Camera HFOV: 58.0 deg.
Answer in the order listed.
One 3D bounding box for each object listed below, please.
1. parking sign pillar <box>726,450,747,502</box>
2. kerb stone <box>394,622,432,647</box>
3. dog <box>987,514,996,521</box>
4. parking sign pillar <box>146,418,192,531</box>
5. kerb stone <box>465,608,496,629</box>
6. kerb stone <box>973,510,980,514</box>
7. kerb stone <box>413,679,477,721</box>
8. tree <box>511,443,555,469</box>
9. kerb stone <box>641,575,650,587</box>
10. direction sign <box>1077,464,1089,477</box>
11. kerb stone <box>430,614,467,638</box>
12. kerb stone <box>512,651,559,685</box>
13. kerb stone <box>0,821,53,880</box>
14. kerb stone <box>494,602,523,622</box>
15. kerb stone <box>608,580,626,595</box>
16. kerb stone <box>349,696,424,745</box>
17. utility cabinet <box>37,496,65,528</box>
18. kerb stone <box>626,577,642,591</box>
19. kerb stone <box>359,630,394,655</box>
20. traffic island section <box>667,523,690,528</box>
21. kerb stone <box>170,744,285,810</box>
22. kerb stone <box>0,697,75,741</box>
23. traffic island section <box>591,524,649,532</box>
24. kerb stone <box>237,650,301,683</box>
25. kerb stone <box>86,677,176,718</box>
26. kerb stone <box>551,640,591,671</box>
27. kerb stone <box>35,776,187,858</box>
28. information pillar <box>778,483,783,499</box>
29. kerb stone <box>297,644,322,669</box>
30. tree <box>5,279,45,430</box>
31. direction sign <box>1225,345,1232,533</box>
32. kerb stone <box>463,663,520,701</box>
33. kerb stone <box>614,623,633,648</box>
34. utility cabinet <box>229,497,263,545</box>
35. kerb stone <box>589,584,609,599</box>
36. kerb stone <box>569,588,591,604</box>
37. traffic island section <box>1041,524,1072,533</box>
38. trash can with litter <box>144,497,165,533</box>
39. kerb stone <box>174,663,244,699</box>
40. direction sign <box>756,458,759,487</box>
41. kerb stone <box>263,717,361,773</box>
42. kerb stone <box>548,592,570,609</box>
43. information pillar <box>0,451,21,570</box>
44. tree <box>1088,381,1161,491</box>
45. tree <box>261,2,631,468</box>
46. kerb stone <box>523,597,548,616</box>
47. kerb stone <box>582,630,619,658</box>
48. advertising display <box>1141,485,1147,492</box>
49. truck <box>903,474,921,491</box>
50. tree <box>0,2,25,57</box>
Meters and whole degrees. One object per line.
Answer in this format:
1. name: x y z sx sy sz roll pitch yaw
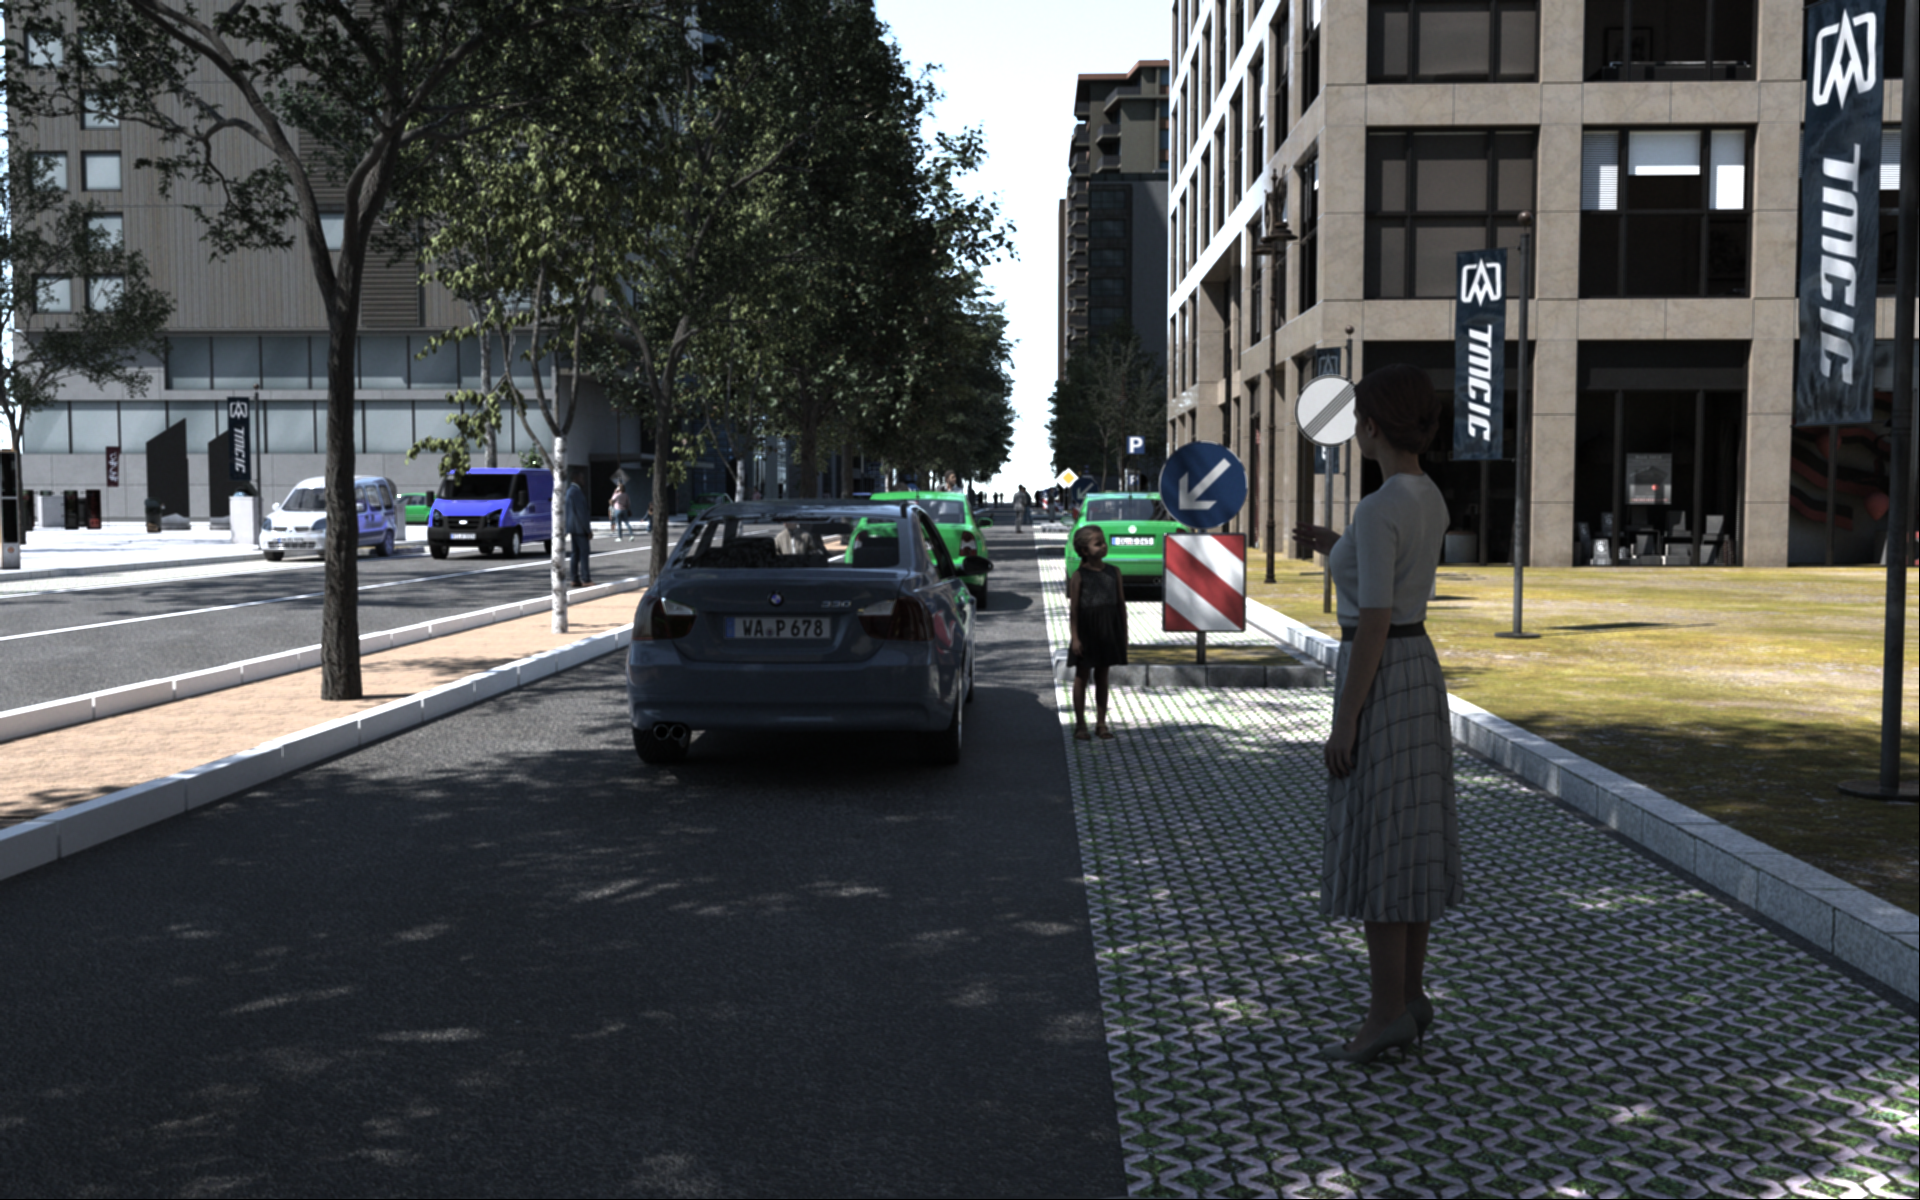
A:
1. parking sign pillar: -13.779 -7.240 106.843 1.447 3.967 1.447 2 4 25
2. kerb stone: -5.320 0.350 16.602 0.120 0.150 1.000 0 4 2
3. dog: 1.695 -4.428 92.587 0.550 0.427 0.748 1 4 8
4. parking sign pillar: -28.052 -4.456 61.330 1.447 3.967 1.447 -1 4 -15
5. kerb stone: -5.239 0.222 18.657 0.120 0.150 1.000 0 4 2
6. kerb stone: 1.266 -6.580 129.772 0.120 0.150 1.000 0 4 2
7. kerb stone: -3.420 0.664 11.409 0.120 0.150 1.000 0 4 2
8. tree: -15.847 -4.294 64.812 1.663 3.219 1.824 0 3 0
9. kerb stone: -4.907 -0.285 26.863 0.120 0.150 1.000 0 4 2
10. direction sign: 9.161 -8.398 129.298 0.876 3.537 0.379 0 4 -2
11. kerb stone: -5.273 0.280 17.634 0.120 0.150 1.000 0 4 2
12. kerb stone: -3.336 0.534 13.462 0.120 0.150 1.000 0 4 2
13. kerb stone: -3.623 0.975 6.299 0.120 0.150 1.000 0 4 2
14. kerb stone: -5.196 0.154 19.678 0.120 0.150 1.000 0 4 2
15. kerb stone: -4.992 -0.160 24.813 0.120 0.150 1.000 0 4 2
16. kerb stone: -3.464 0.727 10.388 0.120 0.150 1.000 0 4 2
17. utility cabinet: -34.723 -3.367 66.212 0.306 1.237 1.020 2 4 24
18. kerb stone: -4.956 -0.220 25.841 0.120 0.150 1.000 0 4 2
19. kerb stone: -5.359 0.406 15.576 0.120 0.150 1.000 0 4 2
20. traffic island section: -12.690 -3.174 74.177 2.009 0.180 2.903 0 4 2
21. kerb stone: -3.539 0.853 8.345 0.120 0.150 1.000 0 4 2
22. kerb stone: -5.565 0.720 10.453 0.120 0.150 1.000 0 4 2
23. traffic island section: -13.006 -2.686 66.198 2.009 0.180 2.903 0 4 2
24. kerb stone: -5.436 0.532 13.529 0.120 0.150 1.000 0 4 2
25. kerb stone: -5.522 0.657 11.477 0.120 0.150 1.000 0 4 2
26. kerb stone: -3.293 0.474 14.489 0.120 0.150 1.000 0 4 2
27. kerb stone: -3.581 0.910 7.320 0.120 0.150 1.000 0 4 2
28. information pillar: -12.436 -7.059 119.903 0.304 2.012 0.304 -1 4 -11
29. kerb stone: -5.401 0.468 14.550 0.120 0.150 1.000 0 4 2
30. tree: -30.116 -6.263 52.755 4.360 8.622 3.978 0 3 0
31. direction sign: 4.144 -2.129 26.803 0.379 3.537 0.876 1 4 13
32. kerb stone: -3.383 0.597 12.438 0.120 0.150 1.000 0 4 2
33. kerb stone: -3.215 0.346 16.537 0.120 0.150 1.000 0 4 2
34. utility cabinet: -18.069 -2.001 43.879 1.020 1.237 0.306 2 4 34
35. kerb stone: -5.035 -0.098 23.792 0.120 0.150 1.000 0 4 2
36. kerb stone: -5.070 -0.035 22.770 0.120 0.150 1.000 0 4 2
37. traffic island section: 4.122 -2.644 65.517 2.009 0.180 2.903 0 4 2
38. trash can with litter: -26.806 -2.831 57.674 0.624 1.170 1.055 -2 4 -25
39. kerb stone: -5.475 0.599 12.505 0.120 0.150 1.000 0 4 2
40. direction sign: -12.827 -7.214 109.951 0.379 3.537 0.876 0 4 2
41. kerb stone: -3.506 0.785 9.366 0.120 0.150 1.000 0 4 2
42. kerb stone: -5.117 0.035 21.735 0.120 0.150 1.000 0 4 2
43. information pillar: -16.193 -1.524 29.406 0.304 2.012 0.304 3 5 42
44. tree: 10.706 -9.737 109.564 4.737 8.622 4.395 0 3 0
45. tree: -16.147 -12.181 55.046 12.611 20.169 13.585 0 3 0
46. kerb stone: -5.150 0.093 20.704 0.120 0.150 1.000 0 4 2
47. kerb stone: -3.260 0.409 15.511 0.120 0.150 1.000 0 4 2
48. advertising display: 12.555 -6.996 119.590 0.123 1.923 0.974 -2 4 -33
49. truck: -4.634 -12.461 193.490 2.967 4.110 18.799 0 4 0
50. tree: -15.818 -10.122 21.381 12.611 20.169 13.585 0 3 0
